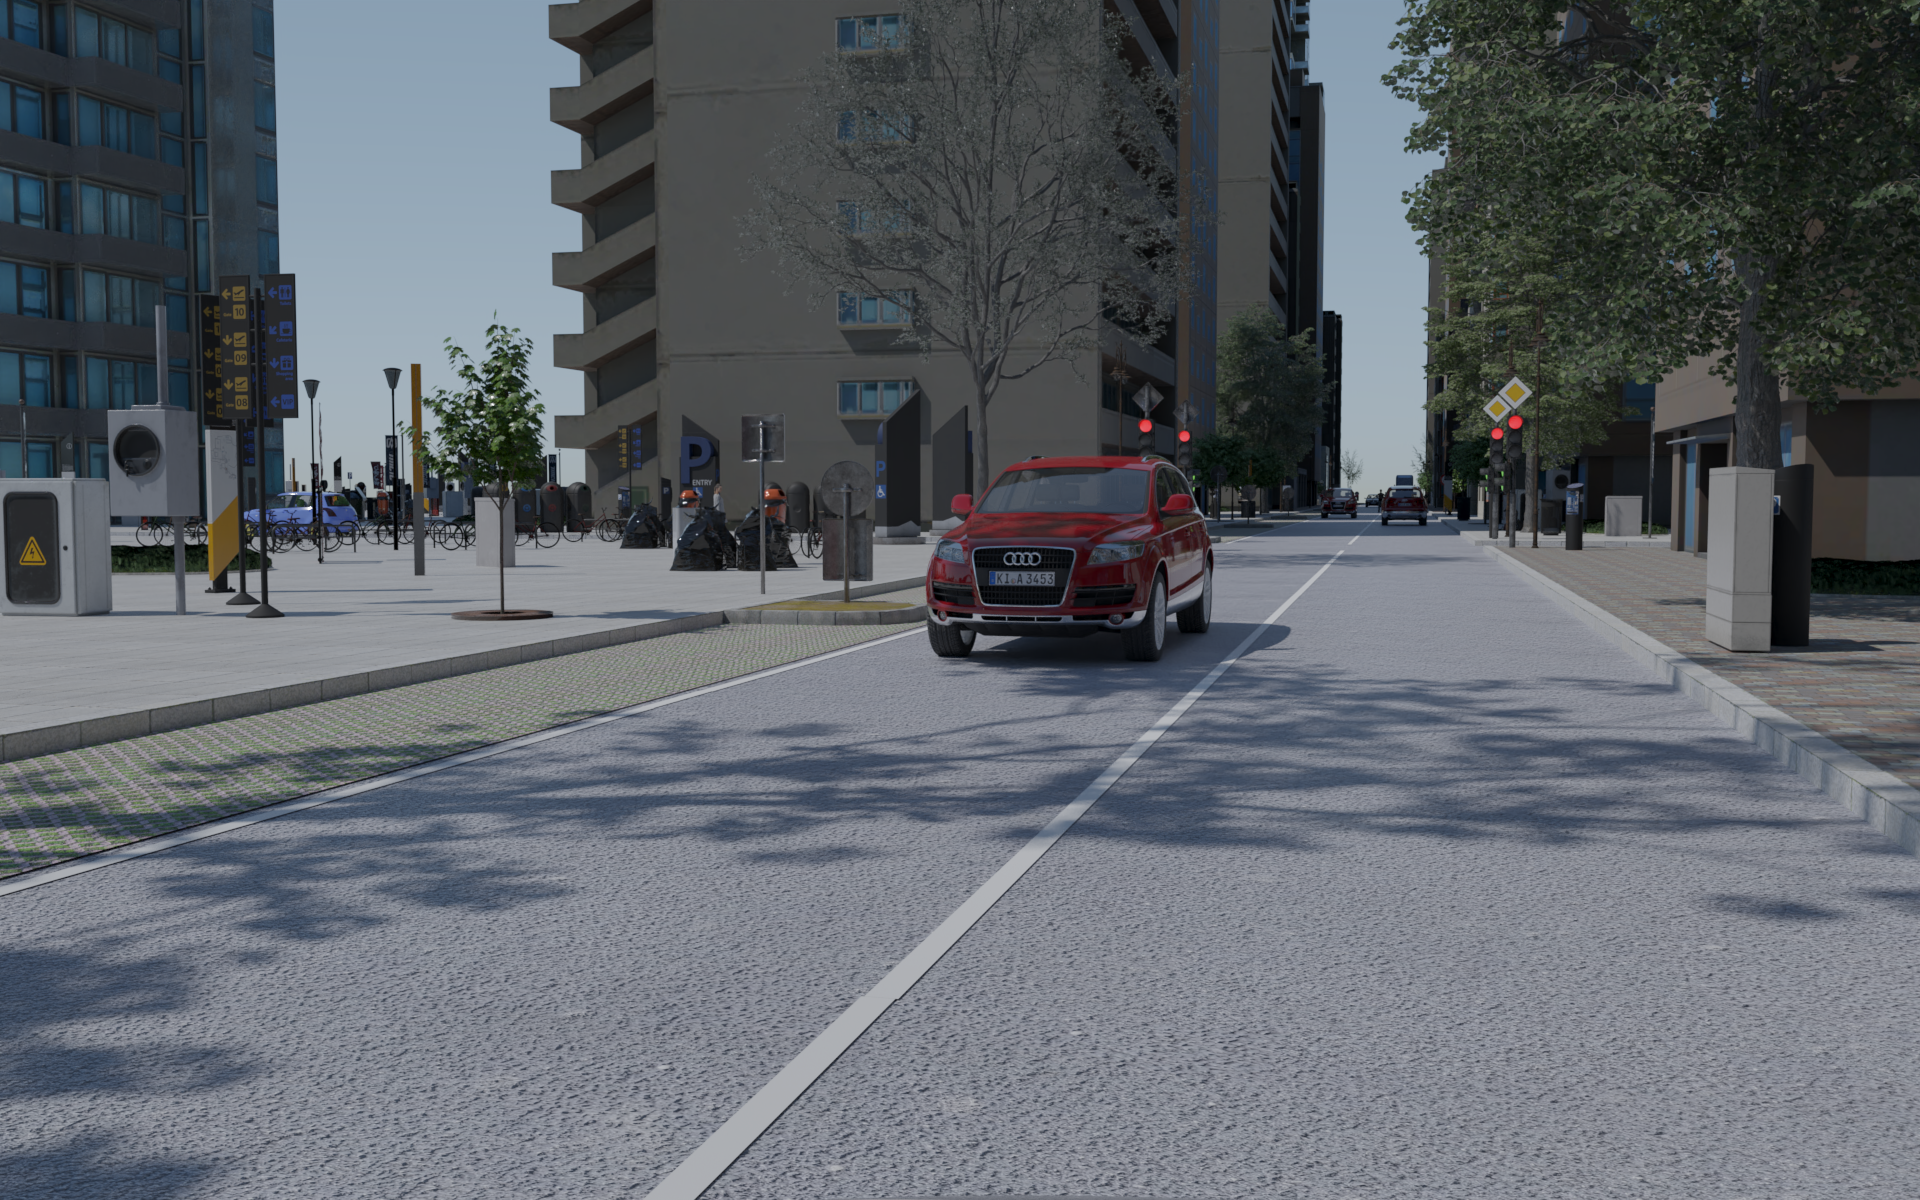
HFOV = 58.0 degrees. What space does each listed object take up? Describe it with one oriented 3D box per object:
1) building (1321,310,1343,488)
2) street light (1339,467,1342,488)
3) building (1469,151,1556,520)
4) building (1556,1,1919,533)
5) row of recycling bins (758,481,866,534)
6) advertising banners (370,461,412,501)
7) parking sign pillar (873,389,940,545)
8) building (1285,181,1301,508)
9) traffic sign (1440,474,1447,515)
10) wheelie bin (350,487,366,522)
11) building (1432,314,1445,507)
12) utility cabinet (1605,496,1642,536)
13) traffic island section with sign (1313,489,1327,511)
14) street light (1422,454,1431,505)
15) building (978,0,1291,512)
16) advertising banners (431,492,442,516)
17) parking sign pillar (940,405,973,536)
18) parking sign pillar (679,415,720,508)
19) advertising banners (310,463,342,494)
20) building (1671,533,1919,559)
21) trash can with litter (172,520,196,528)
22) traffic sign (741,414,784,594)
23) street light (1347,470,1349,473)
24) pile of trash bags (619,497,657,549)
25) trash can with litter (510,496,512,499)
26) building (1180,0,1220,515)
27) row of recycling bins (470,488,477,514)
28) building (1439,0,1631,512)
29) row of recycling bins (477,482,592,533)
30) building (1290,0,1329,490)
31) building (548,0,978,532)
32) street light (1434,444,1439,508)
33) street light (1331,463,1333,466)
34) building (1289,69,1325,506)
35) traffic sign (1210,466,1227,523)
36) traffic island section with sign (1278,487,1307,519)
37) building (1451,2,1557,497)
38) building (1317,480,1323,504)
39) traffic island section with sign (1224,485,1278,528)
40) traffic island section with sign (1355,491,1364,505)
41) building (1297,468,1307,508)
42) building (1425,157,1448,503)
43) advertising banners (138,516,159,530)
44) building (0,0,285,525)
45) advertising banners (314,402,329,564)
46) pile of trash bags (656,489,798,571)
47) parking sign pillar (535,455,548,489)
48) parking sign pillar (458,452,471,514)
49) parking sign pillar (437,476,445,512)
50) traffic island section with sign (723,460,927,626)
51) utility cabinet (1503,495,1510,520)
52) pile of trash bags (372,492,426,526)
[{"bbox_3d":[51.950,-30.439,269.385,14.160,30.474,14.107,1,4,14],"label":"building"},{"bbox_3d":[52.960,-16.401,240.944,0.468,5.910,1.993,1,4,14],"label":"street light"},{"bbox_3d":[43.189,-15.376,96.442,27.650,21.520,28.899,1,4,14],"label":"building"},{"bbox_3d":[31.441,-25.575,68.265,14.600,45.320,14.200,1,4,14],"label":"building"},{"bbox_3d":[-4.838,-3.036,56.759,3.534,1.692,1.069,-1,4,-11],"label":"row of recycling bins"},{"bbox_3d":[-30.408,-5.897,92.601,2.074,3.025,0.090,-1,4,-21],"label":"advertising banners"},{"bbox_3d":[-1.587,-3.411,44.239,1.447,3.967,1.447,3,5,40],"label":"parking sign pillar"},{"bbox_3d":[22.770,-23.436,154.876,14.160,30.474,14.107,1,4,14],"label":"building"},{"bbox_3d":[30.305,-6.597,107.970,0.768,2.556,0.104,1,4,16],"label":"traffic sign"},{"bbox_3d":[-27.507,-4.348,78.998,0.693,1.594,0.980,0,4,-5],"label":"wheelie bin"},{"bbox_3d":[63.086,-20.325,177.346,27.650,21.520,28.899,1,4,14],"label":"building"},{"bbox_3d":[20.188,-2.541,52.709,1.020,1.237,0.306,1,4,9],"label":"utility cabinet"},{"bbox_3d":[31.084,-8.477,147.227,1.989,1.847,2.006,1,4,14],"label":"traffic island section with sign"},{"bbox_3d":[55.819,-14.319,206.906,0.468,5.910,1.993,1,4,14],"label":"street light"},{"bbox_3d":[14.572,-31.420,137.424,21.300,48.544,21.600,1,4,14],"label":"building"},{"bbox_3d":[-30.252,-6.340,99.845,2.074,3.025,0.090,-3,5,-41],"label":"advertising banners"},{"bbox_3d":[-0.221,-3.955,53.141,1.447,3.967,1.447,3,4,39],"label":"parking sign pillar"},{"bbox_3d":[-8.790,-4.282,58.487,1.447,3.967,1.447,1,4,13],"label":"parking sign pillar"},{"bbox_3d":[-35.750,-6.228,98.014,0.090,3.025,2.074,3,5,45],"label":"advertising banners"},{"bbox_3d":[20.934,-23.241,30.103,14.600,45.320,14.200,1,4,14],"label":"building"},{"bbox_3d":[-29.286,-3.290,65.180,0.624,1.170,1.055,1,4,19],"label":"trash can with litter"},{"bbox_3d":[-2.521,-1.223,22.126,0.606,2.300,0.079,1,4,20],"label":"traffic sign"},{"bbox_3d":[61.744,-18.521,275.604,0.468,5.910,1.993,1,4,14],"label":"street light"},{"bbox_3d":[-6.962,-1.972,42.000,1.912,1.369,3.447,0,4,7],"label":"pile of trash bags"},{"bbox_3d":[-29.514,-6.251,113.259,2.233,1.210,1.678,-1,4,-9],"label":"trash can with litter"},{"bbox_3d":[7.171,-27.480,99.414,14.600,45.320,14.200,1,4,14],"label":"building"},{"bbox_3d":[-25.937,-5.367,94.858,1.069,1.692,3.534,0,4,1],"label":"row of recycling bins"},{"bbox_3d":[51.247,-30.976,156.569,14.600,45.320,14.200,1,4,14],"label":"building"},{"bbox_3d":[-14.049,-3.087,57.586,3.534,1.692,1.069,-2,4,-24],"label":"row of recycling bins"},{"bbox_3d":[41.921,-57.145,246.992,22.319,86.520,31.000,1,4,14],"label":"building"},{"bbox_3d":[-3.259,-27.176,68.023,21.300,48.544,21.600,1,4,14],"label":"building"},{"bbox_3d":[44.145,-11.487,160.595,0.468,5.910,1.993,1,4,14],"label":"street light"},{"bbox_3d":[44.228,-14.310,206.757,0.468,5.910,1.993,1,4,14],"label":"street light"},{"bbox_3d":[32.045,-32.894,187.931,14.600,45.320,14.200,1,4,14],"label":"building"},{"bbox_3d":[11.549,-4.727,77.387,0.768,2.556,0.104,1,4,20],"label":"traffic sign"},{"bbox_3d":[18.973,-5.569,99.689,1.989,1.847,2.006,1,4,14],"label":"traffic island section with sign"},{"bbox_3d":[50.107,-29.349,134.475,22.147,44.769,28.867,1,4,14],"label":"building"},{"bbox_3d":[30.348,-32.486,223.025,32.217,40.220,23.993,1,4,14],"label":"building"},{"bbox_3d":[12.270,-3.963,73.420,1.989,1.847,2.006,1,4,14],"label":"traffic island section with sign"},{"bbox_3d":[58.402,-15.037,254.489,1.989,1.847,2.006,1,4,14],"label":"traffic island section with sign"},{"bbox_3d":[24.024,-44.828,171.193,20.563,71.187,20.611,1,4,14],"label":"building"},{"bbox_3d":[76.618,-37.846,242.476,21.300,48.544,21.600,1,4,14],"label":"building"},{"bbox_3d":[-28.949,-3.991,61.439,0.090,3.025,2.074,0,4,-1],"label":"advertising banners"},{"bbox_3d":[-47.847,-27.951,76.606,30.456,49.044,23.786,1,4,14],"label":"building"},{"bbox_3d":[-12.042,-2.227,32.605,0.090,3.025,2.074,-1,4,-18],"label":"advertising banners"},{"bbox_3d":[-3.706,-1.252,30.231,1.912,1.369,3.447,1,4,11],"label":"pile of trash bags"},{"bbox_3d":[-28.925,-7.961,118.634,1.447,3.967,1.447,-3,5,-43],"label":"parking sign pillar"},{"bbox_3d":[-29.826,-7.133,105.103,1.447,3.967,1.447,2,4,29],"label":"parking sign pillar"},{"bbox_3d":[-37.144,-8.286,123.952,1.447,3.967,1.447,-1,4,-20],"label":"parking sign pillar"},{"bbox_3d":[-1.416,-0.678,19.715,1.989,1.847,2.006,1,4,14],"label":"traffic island section with sign"},{"bbox_3d":[26.747,-4.480,84.404,0.306,1.237,1.020,0,4,3],"label":"utility cabinet"},{"bbox_3d":[-23.513,-3.807,71.994,1.912,1.369,3.447,0,4,-2],"label":"pile of trash bags"}]
